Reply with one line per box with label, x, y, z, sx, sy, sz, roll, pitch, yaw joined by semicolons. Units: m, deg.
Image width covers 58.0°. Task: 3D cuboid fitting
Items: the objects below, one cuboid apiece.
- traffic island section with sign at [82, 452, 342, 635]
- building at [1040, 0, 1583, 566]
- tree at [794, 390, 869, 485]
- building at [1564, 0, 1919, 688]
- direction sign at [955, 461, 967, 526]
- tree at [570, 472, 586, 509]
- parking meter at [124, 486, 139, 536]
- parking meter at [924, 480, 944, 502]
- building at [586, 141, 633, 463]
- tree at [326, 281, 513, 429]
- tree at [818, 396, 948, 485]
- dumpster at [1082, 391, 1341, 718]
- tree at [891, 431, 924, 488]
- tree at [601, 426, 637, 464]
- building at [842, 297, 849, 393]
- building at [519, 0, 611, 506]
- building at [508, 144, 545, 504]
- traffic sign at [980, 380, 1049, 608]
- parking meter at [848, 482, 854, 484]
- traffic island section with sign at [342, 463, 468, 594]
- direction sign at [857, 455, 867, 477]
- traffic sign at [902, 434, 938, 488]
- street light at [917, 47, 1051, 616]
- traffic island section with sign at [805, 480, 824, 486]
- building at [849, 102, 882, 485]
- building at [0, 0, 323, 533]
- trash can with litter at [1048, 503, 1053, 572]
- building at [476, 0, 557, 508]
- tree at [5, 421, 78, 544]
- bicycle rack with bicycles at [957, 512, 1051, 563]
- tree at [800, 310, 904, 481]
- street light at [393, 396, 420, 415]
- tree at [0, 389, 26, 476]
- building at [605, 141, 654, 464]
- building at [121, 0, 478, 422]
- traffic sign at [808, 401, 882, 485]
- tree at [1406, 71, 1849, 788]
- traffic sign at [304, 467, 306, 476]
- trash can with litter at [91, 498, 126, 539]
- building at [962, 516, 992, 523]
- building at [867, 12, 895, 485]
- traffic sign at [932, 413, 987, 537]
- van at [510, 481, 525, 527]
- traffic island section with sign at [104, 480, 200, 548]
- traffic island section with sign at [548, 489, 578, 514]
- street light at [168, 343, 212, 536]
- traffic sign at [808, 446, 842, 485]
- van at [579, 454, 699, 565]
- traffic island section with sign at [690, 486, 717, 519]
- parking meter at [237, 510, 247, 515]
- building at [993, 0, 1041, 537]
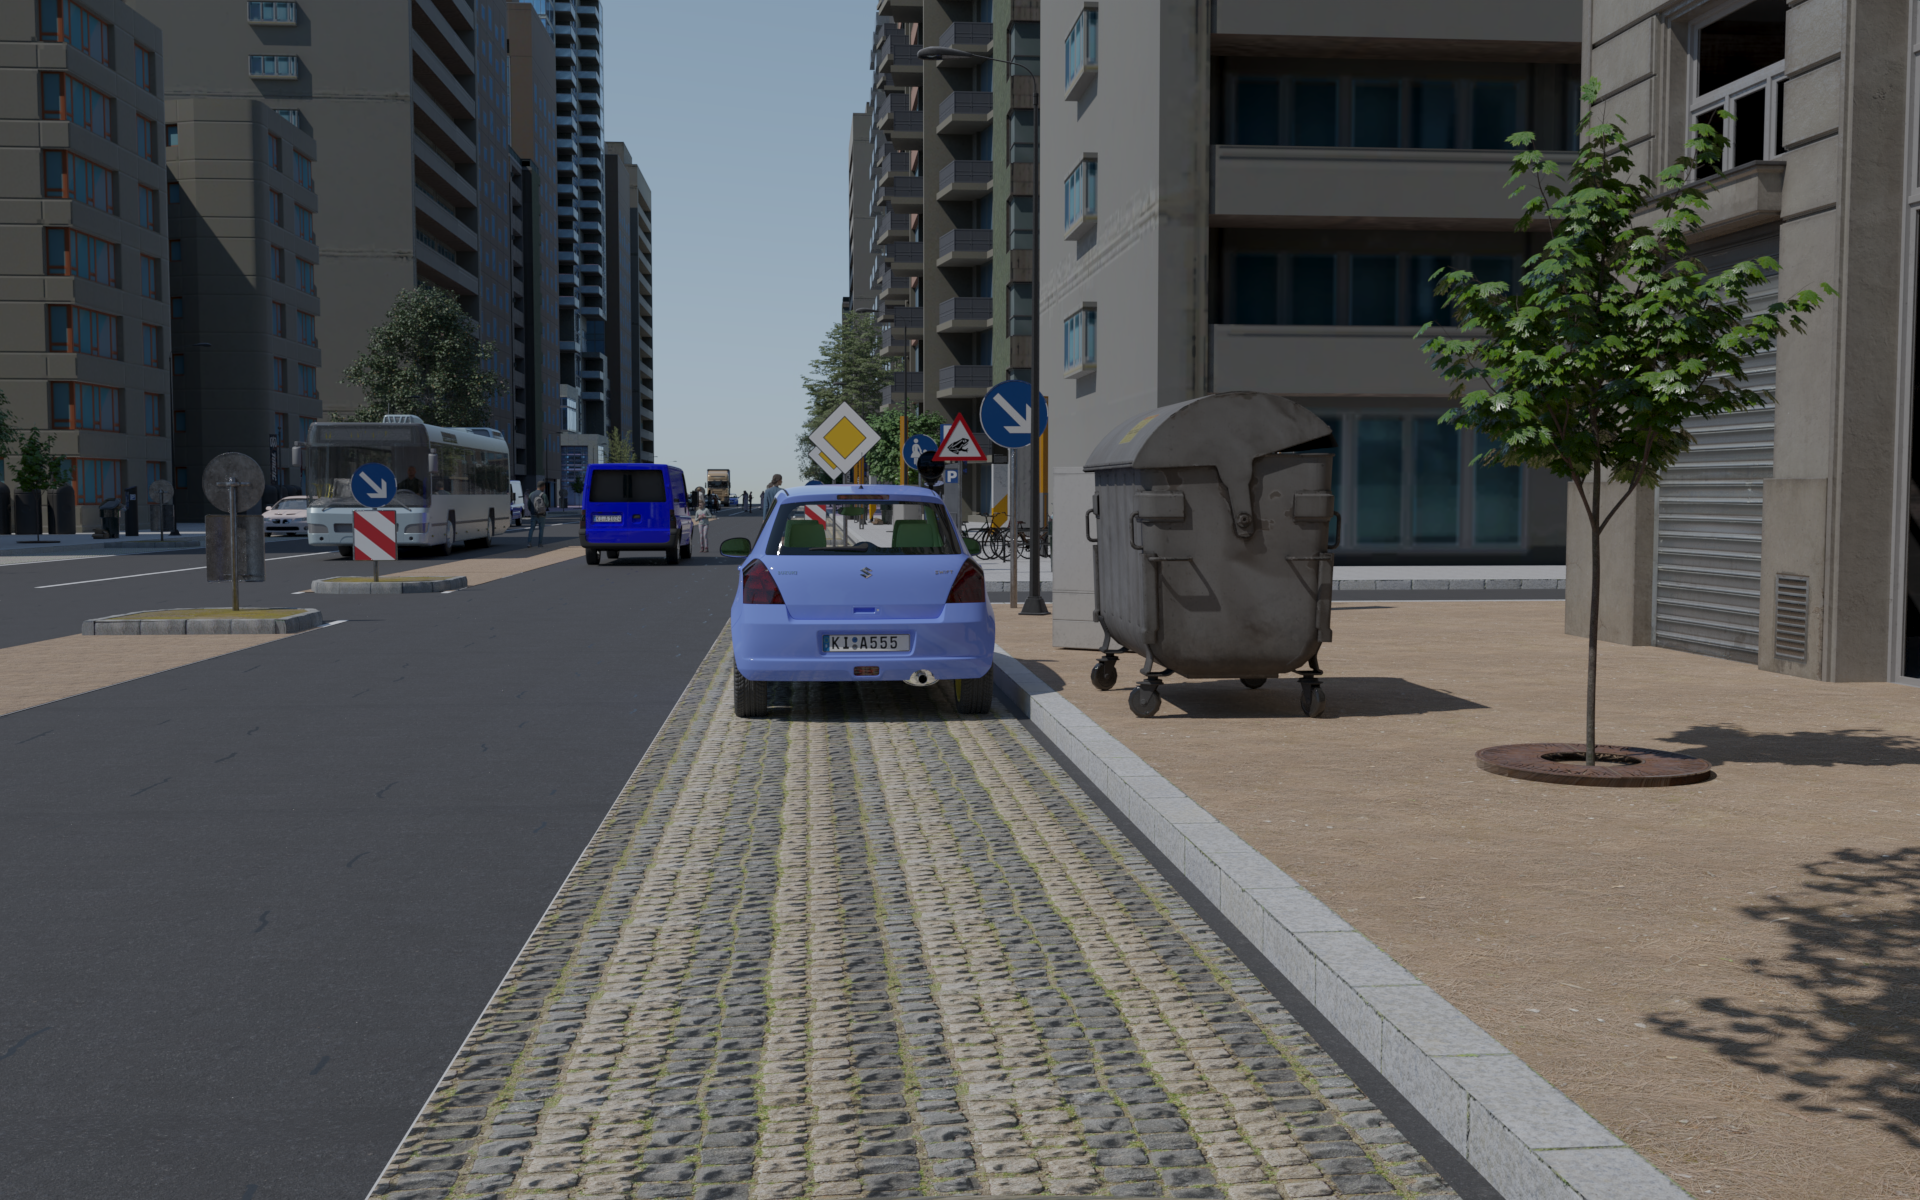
traffic island section with sign;-7.928;-0.630;18.441;2.006;1.907;1.989;0;4;-5
building;12.867;-25.432;39.513;21.600;48.544;21.300;0;4;-5
tree;-13.640;-16.756;190.964;9.611;12.733;9.660;0;3;0
building;14.021;-10.298;1.659;16.112;22.955;30.059;0;4;-5
direction sign;0.041;-4.767;69.944;0.379;3.537;0.876;2;4;34
tree;-33.237;-9.542;150.617;1.663;3.219;1.824;0;3;0
parking meter;-25.231;-2.711;52.732;0.372;1.533;0.369;0;3;0
parking meter;-0.469;-1.401;31.325;0.372;1.533;0.369;0;3;0
building;-49.907;-34.999;222.348;14.600;45.320;14.200;0;4;-5
tree;-28.769;-10.782;93.292;9.611;12.733;9.660;0;3;0
tree;-1.833;-4.562;58.306;4.285;4.588;4.351;0;3;0
dumpster;1.508;-0.296;10.595;1.264;1.857;1.865;0;4;-5
tree;-1.598;-3.614;53.686;1.663;3.219;1.824;0;3;0
tree;-36.688;-14.502;187.462;4.737;8.622;4.395;0;3;0
building;-10.265;-29.457;253.329;14.160;30.474;14.107;0;4;-5
building;-51.448;-54.168;198.311;22.319;86.520;31.000;0;4;-5
building;-42.476;-22.668;142.320;14.160;30.474;14.107;0;4;-5
traffic sign;0.604;-1.180;19.398;0.768;2.556;0.104;0;4;1
parking meter;-5.390;-4.896;85.754;0.255;1.863;0.399;-2;4;-28
traffic island section with sign;-8.568;-1.082;25.820;2.006;1.907;1.989;0;4;-5
direction sign;-4.577;-5.366;79.728;0.379;3.537;0.876;3;4;36
traffic sign;-0.844;-2.252;36.918;0.768;2.556;0.104;0;4;-3
street light;0.255;-2.793;18.210;1.470;5.913;1.316;0;4;-5
traffic island section with sign;-4.230;-2.482;49.211;1.989;1.847;2.006;0;4;-5
building;-2.615;-35.952;211.516;21.300;48.544;21.600;0;4;-5
building;-43.965;-13.733;69.568;27.650;21.520;28.899;0;4;-5
trash can with litter;1.947;-1.027;28.177;1.055;1.170;0.624;0;4;6
building;-44.222;-30.945;156.065;14.600;45.320;14.200;0;4;-5
tree;-24.186;-3.093;45.168;1.663;3.219;1.824;0;3;0
bicycle rack with bicycles;1.072;-1.233;33.547;2.925;0.926;2.852;-1;4;-23
tree;-6.443;-11.582;107.487;7.486;12.596;7.792;0;3;0
street light;-26.184;-6.688;81.896;1.470;5.913;1.316;0;4;-5
tree;-23.582;-3.471;40.459;4.285;4.588;4.351;0;3;0
building;-54.366;-37.730;240.593;21.300;48.544;21.600;0;4;-5
building;-43.016;-29.659;108.628;21.300;48.544;21.600;0;4;-5
traffic sign;-1.242;-0.922;18.710;0.795;2.450;0.064;0;4;-5
tree;2.926;-0.826;8.112;1.663;3.219;1.824;0;3;0
traffic sign;-25.759;-4.218;69.078;0.768;2.556;0.104;0;4;-4
trash can with litter;-24.419;-2.340;49.643;0.624;1.170;1.055;0;4;-1
building;7.201;-26.498;87.864;22.147;44.769;28.867;0;4;-5
building;3.083;-33.053;160.022;23.786;49.044;30.456;0;4;-5
traffic sign;-0.003;-1.699;27.779;0.884;2.594;0.081;0;4;2
van;-20.496;-4.399;76.301;2.240;2.365;5.245;0;4;-7
traffic island section with sign;-21.649;-2.323;46.604;1.989;1.847;2.006;0;4;-5
traffic island section with sign;-28.488;-7.082;124.415;1.989;1.847;2.006;0;4;-5
street light;-23.708;-4.943;53.353;1.470;5.913;1.316;0;4;-5
traffic sign;-1.942;-1.408;26.665;0.795;2.450;0.064;0;4;-5
van;-6.779;-1.982;36.787;2.240;2.365;5.245;0;4;-5
traffic island section with sign;-15.166;-5.660;100.670;2.006;1.907;1.989;0;4;-5
parking meter;-28.388;-3.834;68.404;0.255;1.863;0.399;1;4;10
building;7.869;-17.510;57.991;14.160;30.474;14.107;0;4;-5
